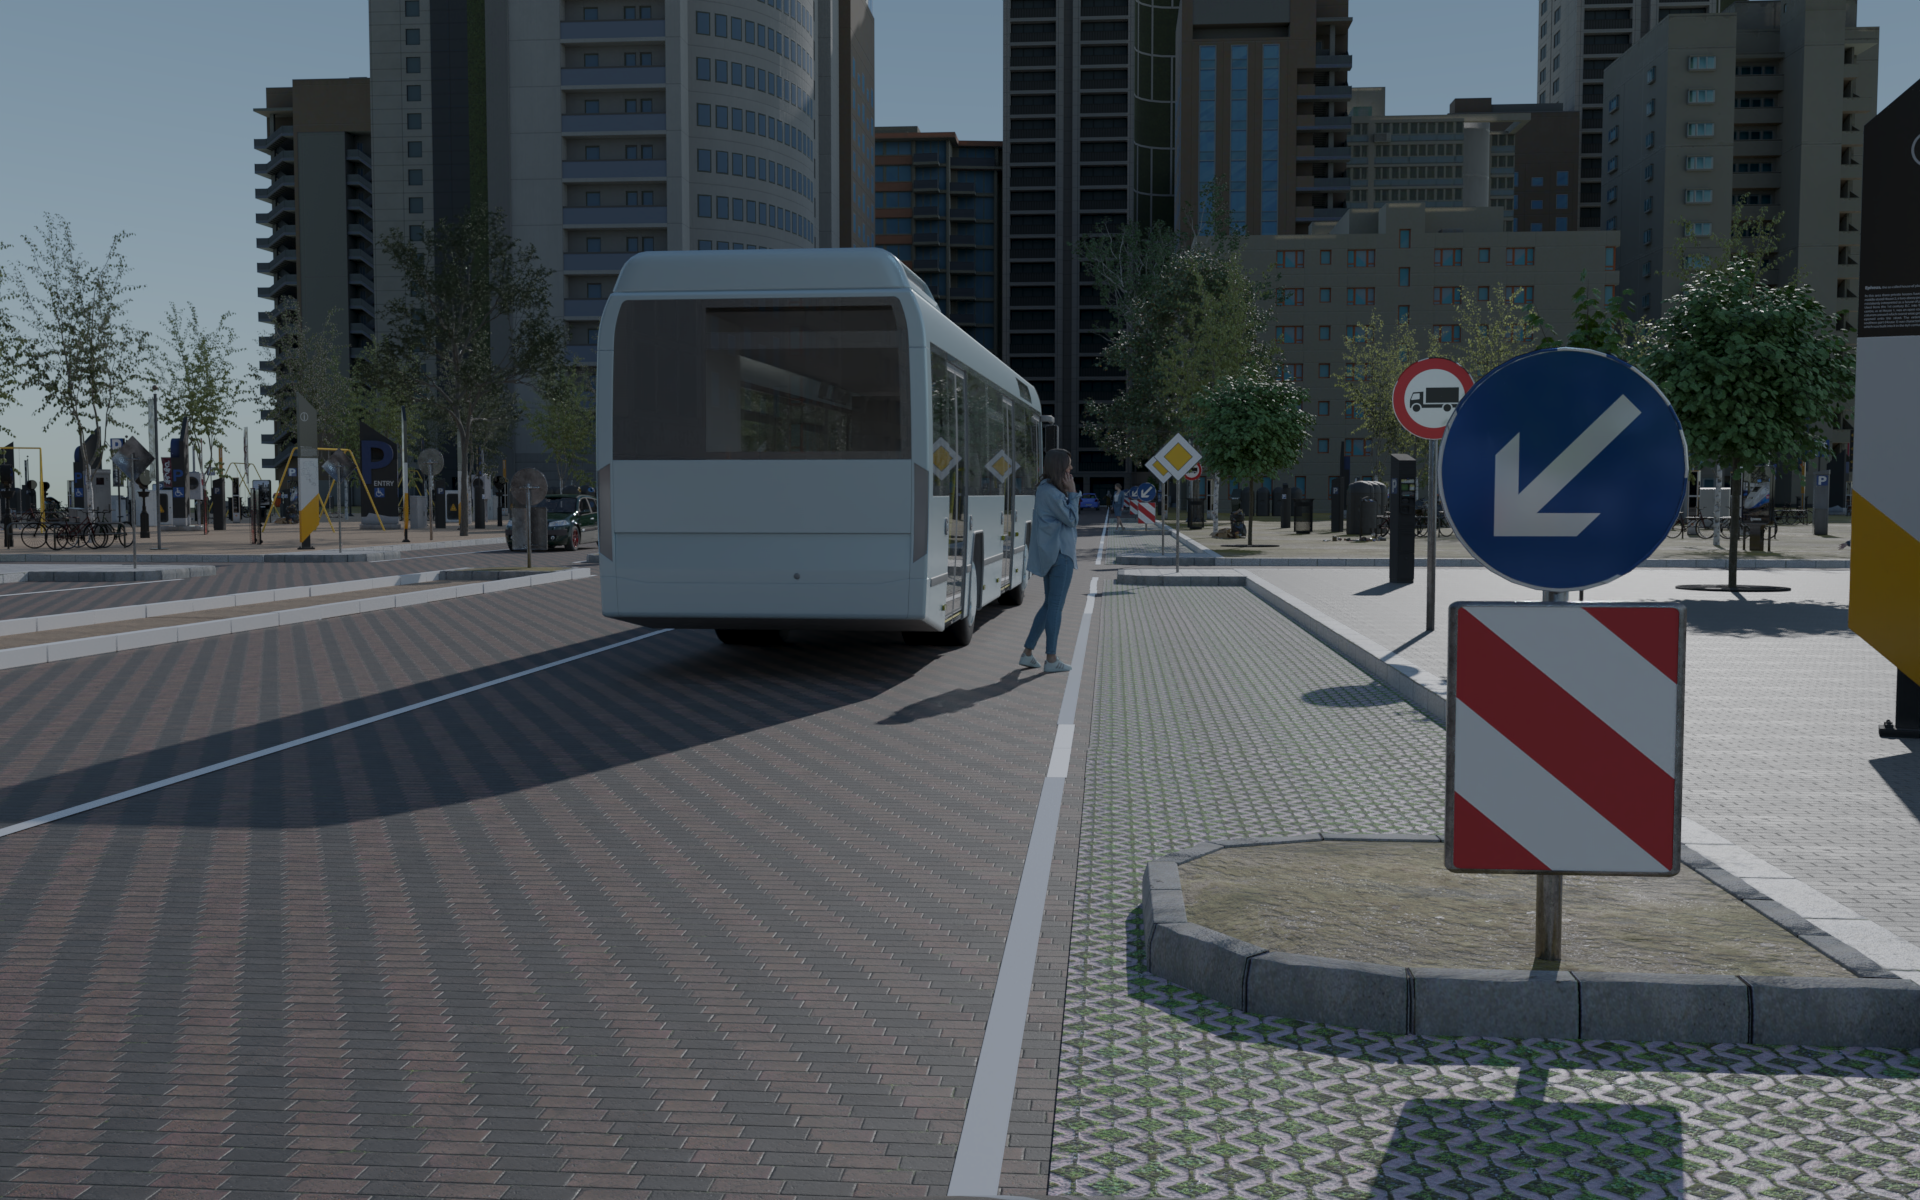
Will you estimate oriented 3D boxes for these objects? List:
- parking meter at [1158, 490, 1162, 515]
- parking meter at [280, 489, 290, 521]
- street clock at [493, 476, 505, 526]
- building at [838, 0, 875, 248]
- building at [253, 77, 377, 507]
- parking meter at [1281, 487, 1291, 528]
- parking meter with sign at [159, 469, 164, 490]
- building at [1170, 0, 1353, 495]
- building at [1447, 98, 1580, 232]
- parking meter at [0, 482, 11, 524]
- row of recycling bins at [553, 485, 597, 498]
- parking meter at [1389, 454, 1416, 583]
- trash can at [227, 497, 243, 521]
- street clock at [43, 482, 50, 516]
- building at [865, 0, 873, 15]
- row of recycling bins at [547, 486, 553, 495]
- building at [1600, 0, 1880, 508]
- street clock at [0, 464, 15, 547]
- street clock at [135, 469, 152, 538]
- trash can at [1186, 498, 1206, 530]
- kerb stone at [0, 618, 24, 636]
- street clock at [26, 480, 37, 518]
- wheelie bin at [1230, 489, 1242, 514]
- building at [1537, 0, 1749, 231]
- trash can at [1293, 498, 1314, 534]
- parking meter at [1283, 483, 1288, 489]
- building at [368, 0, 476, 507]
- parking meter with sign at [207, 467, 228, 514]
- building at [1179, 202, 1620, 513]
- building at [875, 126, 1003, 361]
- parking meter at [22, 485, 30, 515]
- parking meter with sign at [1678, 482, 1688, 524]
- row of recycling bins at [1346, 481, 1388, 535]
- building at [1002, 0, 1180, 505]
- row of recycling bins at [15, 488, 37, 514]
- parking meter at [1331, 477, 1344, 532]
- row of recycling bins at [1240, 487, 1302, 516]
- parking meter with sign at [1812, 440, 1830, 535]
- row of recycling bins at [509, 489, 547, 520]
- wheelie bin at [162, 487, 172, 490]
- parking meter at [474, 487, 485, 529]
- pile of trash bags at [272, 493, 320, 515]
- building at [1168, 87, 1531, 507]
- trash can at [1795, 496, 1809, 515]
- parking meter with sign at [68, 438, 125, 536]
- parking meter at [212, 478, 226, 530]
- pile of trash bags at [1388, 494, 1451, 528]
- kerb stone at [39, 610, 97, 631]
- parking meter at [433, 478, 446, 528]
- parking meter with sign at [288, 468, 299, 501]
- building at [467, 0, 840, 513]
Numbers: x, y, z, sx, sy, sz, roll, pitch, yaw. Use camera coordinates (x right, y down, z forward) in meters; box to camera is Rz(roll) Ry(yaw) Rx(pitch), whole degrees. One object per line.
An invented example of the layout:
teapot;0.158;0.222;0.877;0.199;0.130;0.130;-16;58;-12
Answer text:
parking meter;12.074;-5.855;104.147;0.372;1.533;0.369;0;3;0
parking meter;-32.535;-4.584;83.357;0.372;1.533;0.369;0;3;0
street clock;-18.235;-3.915;68.581;0.471;2.002;0.358;-1;4;-18
building;-15.060;-30.461;148.141;14.600;45.320;14.200;0;4;5
building;-64.446;-32.655;184.027;14.200;45.320;14.600;0;4;5
parking meter;12.283;-3.479;65.295;0.372;1.533;0.369;0;3;0
parking meter with sign;-45.277;-6.240;98.291;0.543;3.016;1.738;0;4;-3
building;25.914;-30.659;151.388;14.600;45.320;14.200;0;4;5
building;61.577;-33.564;198.884;14.200;45.320;14.600;0;4;5
parking meter;-41.328;-4.236;74.969;0.399;1.863;0.255;0;4;-5
row of recycling bins;-16.729;-4.402;79.082;1.069;1.692;3.534;3;4;36
parking meter;6.393;-1.181;25.016;0.255;1.863;0.399;0;4;-8
trash can;-34.627;-4.348;82.737;0.748;1.137;0.748;0;3;0
street clock;-53.306;-5.895;100.957;0.471;2.002;0.358;0;4;8
building;-21.131;-52.706;174.415;31.000;86.520;22.319;0;4;5
row of recycling bins;-21.671;-5.254;93.017;1.069;1.692;3.534;1;4;10
building;76.042;-33.332;168.674;21.600;48.544;21.300;0;4;5
street clock;-23.128;-2.293;42.064;0.358;2.002;0.471;-1;4;-21
street clock;-23.732;-2.802;50.375;0.358;2.002;0.471;2;4;24
trash can;8.550;-3.127;62.773;0.748;1.137;0.748;0;3;0
kerb stone;-9.670;0.291;17.437;0.120;0.150;1.000;0;4;5
street clock;-47.192;-5.108;88.083;0.471;2.002;0.358;-3;5;-44
wheelie bin;16.413;-5.780;102.404;0.980;1.594;0.693;3;5;40
building;79.199;-46.579;199.816;20.611;71.187;20.563;0;4;5
trash can;11.069;-2.702;55.833;0.748;1.137;0.748;0;3;0
parking meter;17.226;-5.261;91.722;0.255;1.863;0.399;0;4;2
building;-46.664;-45.313;179.119;20.611;71.187;20.563;0;4;5
parking meter with sign;-47.668;-7.042;111.399;1.738;3.016;0.543;2;4;34
building;30.712;-17.392;129.399;27.650;21.520;28.899;0;4;5
building;-8.714;-33.921;209.237;28.867;44.769;22.147;0;4;5
parking meter;-58.077;-6.235;107.654;0.255;1.863;0.399;0;4;3
parking meter with sign;31.781;-4.846;75.491;1.738;3.016;0.543;-1;4;-12
row of recycling bins;13.235;-2.995;56.080;1.069;1.692;3.534;1;4;23
building;15.845;-46.913;205.287;20.611;71.187;20.563;0;4;5
row of recycling bins;-59.645;-6.216;108.749;1.069;1.692;3.534;2;4;24
parking meter;12.759;-3.233;58.568;0.255;1.863;0.399;-3;5;-39
row of recycling bins;17.997;-5.688;100.119;3.534;1.692;1.069;0;4;5
parking meter with sign;27.241;-3.582;54.827;0.543;3.016;1.738;1;4;23
row of recycling bins;-14.968;-3.214;59.660;1.069;1.692;3.534;-1;4;-17
wheelie bin;-36.534;-4.410;80.005;0.693;1.594;0.980;1;4;21
parking meter;-17.737;-3.397;63.954;0.372;1.533;0.369;0;3;0
pile of trash bags;-41.718;-6.031;108.359;3.447;1.369;1.912;2;4;27
building;36.684;-29.249;170.101;32.217;40.220;23.993;0;4;5
trash can;51.320;-5.745;105.581;0.748;1.137;0.748;0;3;0
parking meter with sign;-26.542;-3.485;53.236;0.543;3.016;1.738;1;4;23
parking meter;-26.266;-3.405;61.375;0.399;1.863;0.255;0;4;5
pile of trash bags;16.881;-3.418;65.630;3.447;1.369;1.912;-2;4;-24
kerb stone;-9.579;0.231;18.464;0.120;0.150;1.000;0;4;5
parking meter;-19.430;-3.606;64.666;0.399;1.863;0.255;-2;4;-28
parking meter with sign;-44.378;-7.296;115.545;0.543;3.016;1.738;-2;4;-31
building;-21.445;-35.783;127.048;21.231;58.520;28.212;0;4;5
